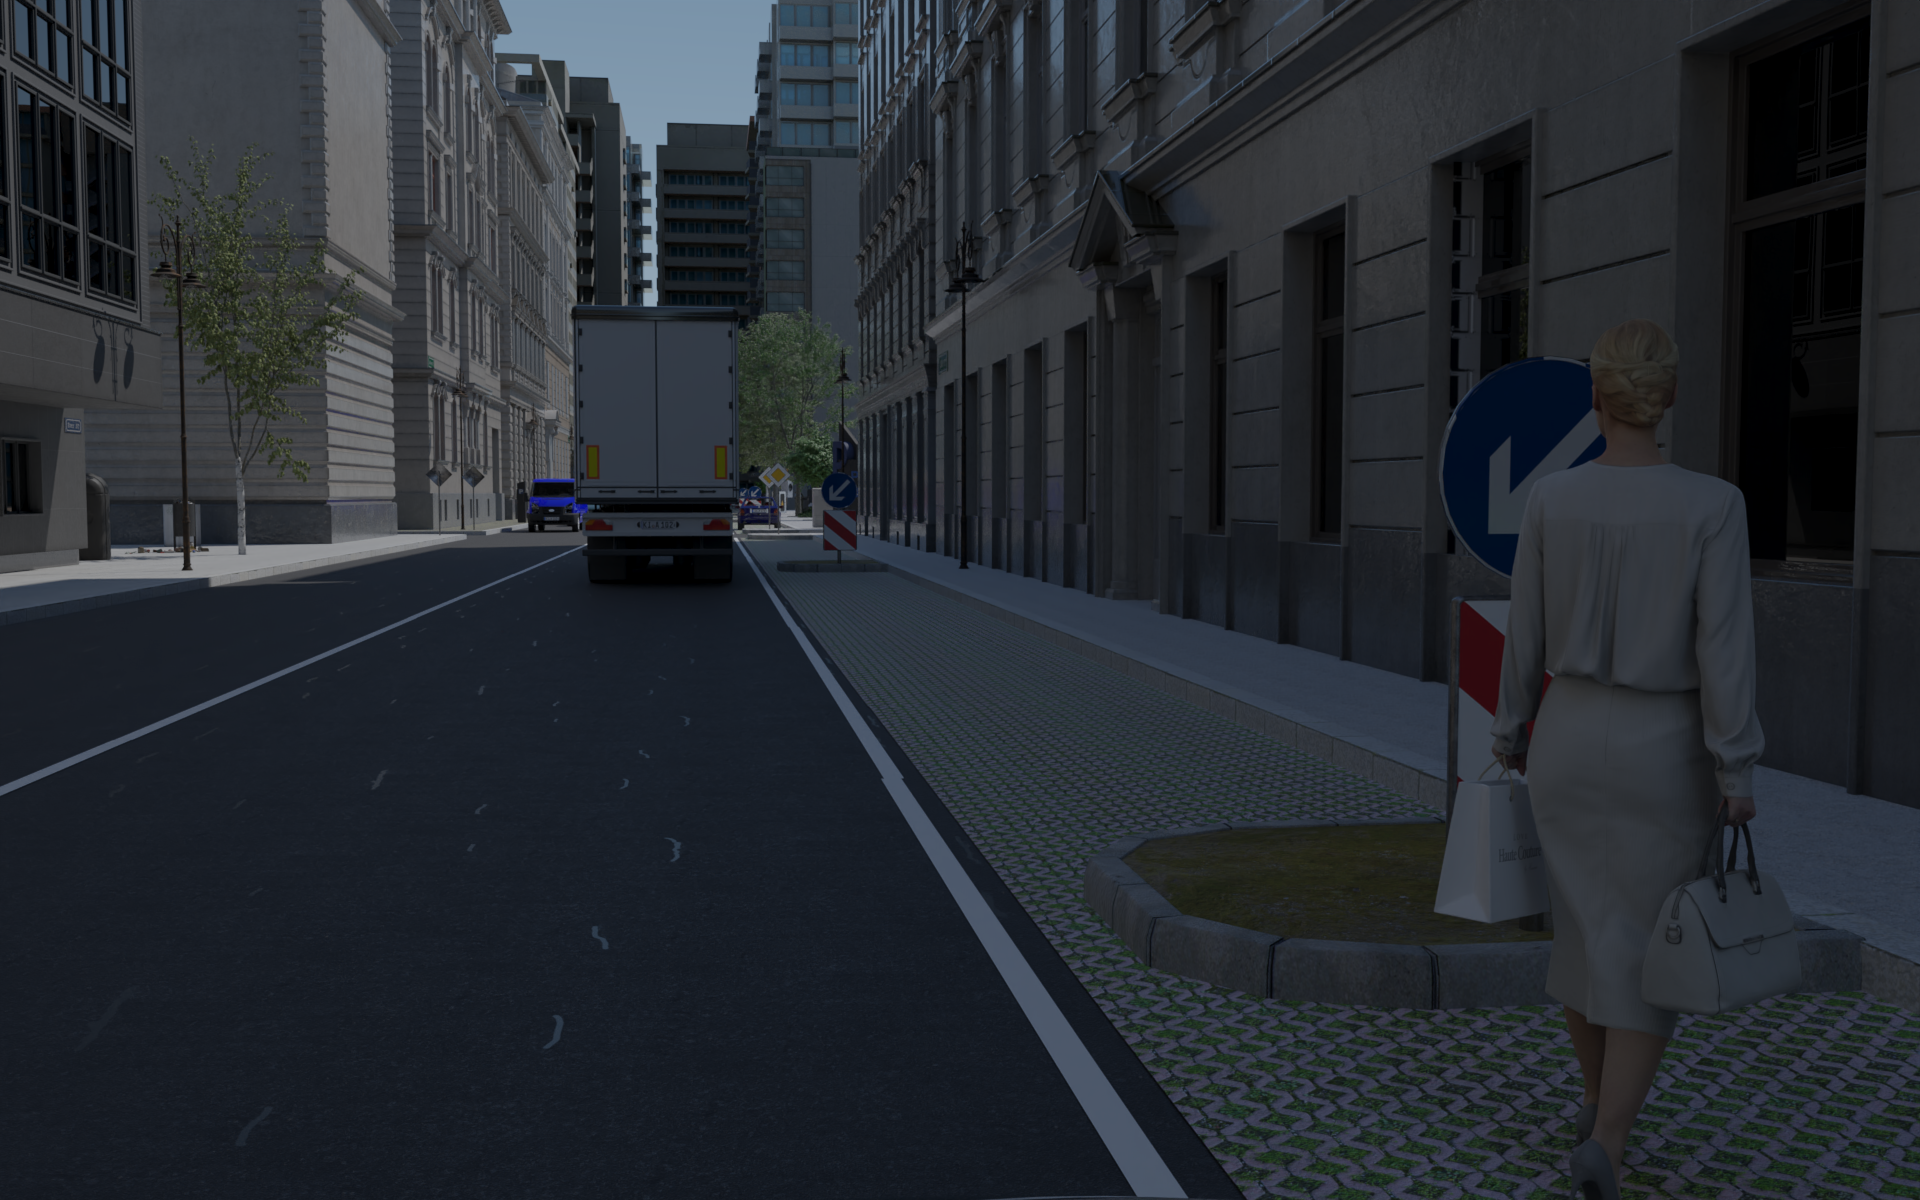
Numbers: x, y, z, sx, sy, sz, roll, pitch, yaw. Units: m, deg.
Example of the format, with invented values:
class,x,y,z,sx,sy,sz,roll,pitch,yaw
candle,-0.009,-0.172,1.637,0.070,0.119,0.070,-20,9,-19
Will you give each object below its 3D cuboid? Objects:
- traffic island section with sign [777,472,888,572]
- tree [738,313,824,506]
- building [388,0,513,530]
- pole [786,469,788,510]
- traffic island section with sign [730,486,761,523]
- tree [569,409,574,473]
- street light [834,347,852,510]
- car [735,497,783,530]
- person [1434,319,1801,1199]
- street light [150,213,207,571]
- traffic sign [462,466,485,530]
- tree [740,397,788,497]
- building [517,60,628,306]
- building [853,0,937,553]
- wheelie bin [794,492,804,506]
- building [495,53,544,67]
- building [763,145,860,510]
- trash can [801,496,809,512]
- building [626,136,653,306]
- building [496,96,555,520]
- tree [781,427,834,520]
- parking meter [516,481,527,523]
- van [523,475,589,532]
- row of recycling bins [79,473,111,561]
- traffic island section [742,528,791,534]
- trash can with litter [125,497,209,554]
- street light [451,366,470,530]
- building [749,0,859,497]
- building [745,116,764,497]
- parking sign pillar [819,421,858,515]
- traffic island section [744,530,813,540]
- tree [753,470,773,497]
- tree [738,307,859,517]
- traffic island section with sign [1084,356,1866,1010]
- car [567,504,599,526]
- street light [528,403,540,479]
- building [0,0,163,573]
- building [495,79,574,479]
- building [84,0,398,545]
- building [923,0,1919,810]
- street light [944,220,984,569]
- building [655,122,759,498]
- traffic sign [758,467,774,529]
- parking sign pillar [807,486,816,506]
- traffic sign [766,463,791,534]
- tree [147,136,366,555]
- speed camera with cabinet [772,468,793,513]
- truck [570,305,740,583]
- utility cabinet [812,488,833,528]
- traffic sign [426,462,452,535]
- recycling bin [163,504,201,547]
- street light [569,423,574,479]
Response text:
class,x,y,z,sx,sy,sz,roll,pitch,yaw
traffic island section with sign,-2.420,-1.456,32.428,1.989,1.847,2.006,-1,4,-8
tree,-11.982,-11.654,108.668,7.486,12.596,7.792,0,3,0
building,-26.634,-17.365,71.310,14.401,28.519,23.554,-1,4,-8
pole,-13.837,-8.847,138.487,0.158,3.312,0.155,0,3,0
traffic island section with sign,-10.476,-4.820,87.433,1.989,1.847,2.006,-1,4,-8
tree,-28.944,-11.171,133.009,4.360,8.622,3.978,0,3,0
street light,-3.692,-5.003,54.583,0.468,5.910,1.993,-1,4,-8
car,-8.103,-3.505,69.879,1.945,1.354,3.894,0,4,-7
person,1.293,0.328,3.495,0.624,1.780,0.694,-3,4,-39
street light,-12.959,-3.430,28.865,0.468,5.910,1.993,-1,4,-8
traffic sign,-17.276,-3.540,61.525,0.795,2.450,0.064,-1,4,-8
tree,-14.140,-10.802,126.982,4.737,8.622,4.395,0,3,0
building,-49.111,-35.119,197.901,21.600,48.544,21.300,-1,4,-8
building,2.599,-12.092,46.857,9.793,20.994,18.267,-1,4,-8
wheelie bin,-11.588,-7.142,124.679,0.693,1.594,0.980,-1,4,-12
building,-46.777,-27.776,146.014,32.217,40.220,23.993,-1,4,-8
building,-9.703,-23.003,147.797,14.160,30.474,14.107,-1,4,-8
trash can,-10.042,-6.095,111.299,0.748,1.137,0.748,0,3,0
building,-55.743,-37.184,227.558,30.456,49.044,23.786,-1,4,-8
building,-28.254,-16.191,93.600,11.050,23.489,19.941,-1,4,-8
tree,-7.040,-6.181,84.769,4.285,4.588,4.351,0,3,0
parking meter,-19.569,-4.378,77.285,0.399,1.863,0.255,0,4,-2
van,-15.499,-3.815,66.752,2.240,2.365,5.245,0,4,-8
row of recycling bins,-18.284,-1.633,33.811,3.534,1.692,1.069,1,4,9
traffic island section,-6.916,-2.496,63.092,2.009,0.180,2.903,-1,4,-8
trash can with litter,-17.446,-1.650,38.027,1.678,1.210,2.233,2,4,31
street light,-17.949,-5.479,62.361,0.468,5.910,1.993,-1,4,-8
building,-8.716,-33.693,170.482,23.786,49.044,30.456,-1,4,-8
building,-13.389,-33.347,199.851,22.147,44.769,28.867,-1,4,-8
parking sign pillar,-4.174,-4.589,63.508,1.447,3.967,1.447,-2,4,-33
traffic island section,-5.759,-2.013,55.191,2.009,0.180,2.903,-1,4,-8
tree,-15.825,-8.833,139.027,1.663,3.219,1.824,0,3,0
tree,-9.255,-10.493,97.313,9.928,11.665,9.643,0,3,0
traffic island section with sign,1.481,0.176,5.755,1.989,1.847,2.006,-1,4,-8
car,-16.770,-4.186,78.224,2.009,1.686,4.222,0,4,-7
street light,-21.558,-7.029,87.713,0.468,5.910,1.993,-1,4,-8
building,-19.559,-13.738,18.130,14.314,27.812,24.014,-1,4,-8
building,-32.608,-20.006,113.009,13.634,28.700,20.117,-1,4,-8
building,-25.945,-13.347,47.101,19.941,23.489,11.050,-1,4,-8
building,10.383,-14.669,16.250,17.030,29.872,44.131,-1,4,-8
street light,0.065,-3.471,29.544,0.468,5.910,1.993,-1,4,-8
building,-29.230,-37.101,230.305,21.600,48.544,21.300,-1,4,-8
traffic sign,-6.938,-3.631,63.012,0.795,2.450,0.064,-1,4,-8
parking sign pillar,-11.248,-8.963,135.024,1.447,3.967,1.447,1,4,21
traffic sign,-5.781,-3.148,55.111,0.795,2.450,0.064,-1,4,-8
tree,-14.947,-5.255,36.274,4.737,8.622,4.395,0,3,0
speed camera with cabinet,-11.912,-7.449,116.134,0.660,3.252,2.038,1,4,20
truck,-5.380,-2.600,31.417,2.839,4.237,11.283,-1,4,-9
utility cabinet,-4.947,-3.452,65.115,1.173,1.500,0.318,-1,4,-15
traffic sign,-16.119,-3.057,53.623,0.795,2.450,0.064,-1,4,-8
recycling bin,-19.067,-1.829,42.457,0.722,1.027,0.722,-1,4,-13
street light,-25.164,-8.537,112.368,0.468,5.910,1.993,-1,4,-8
